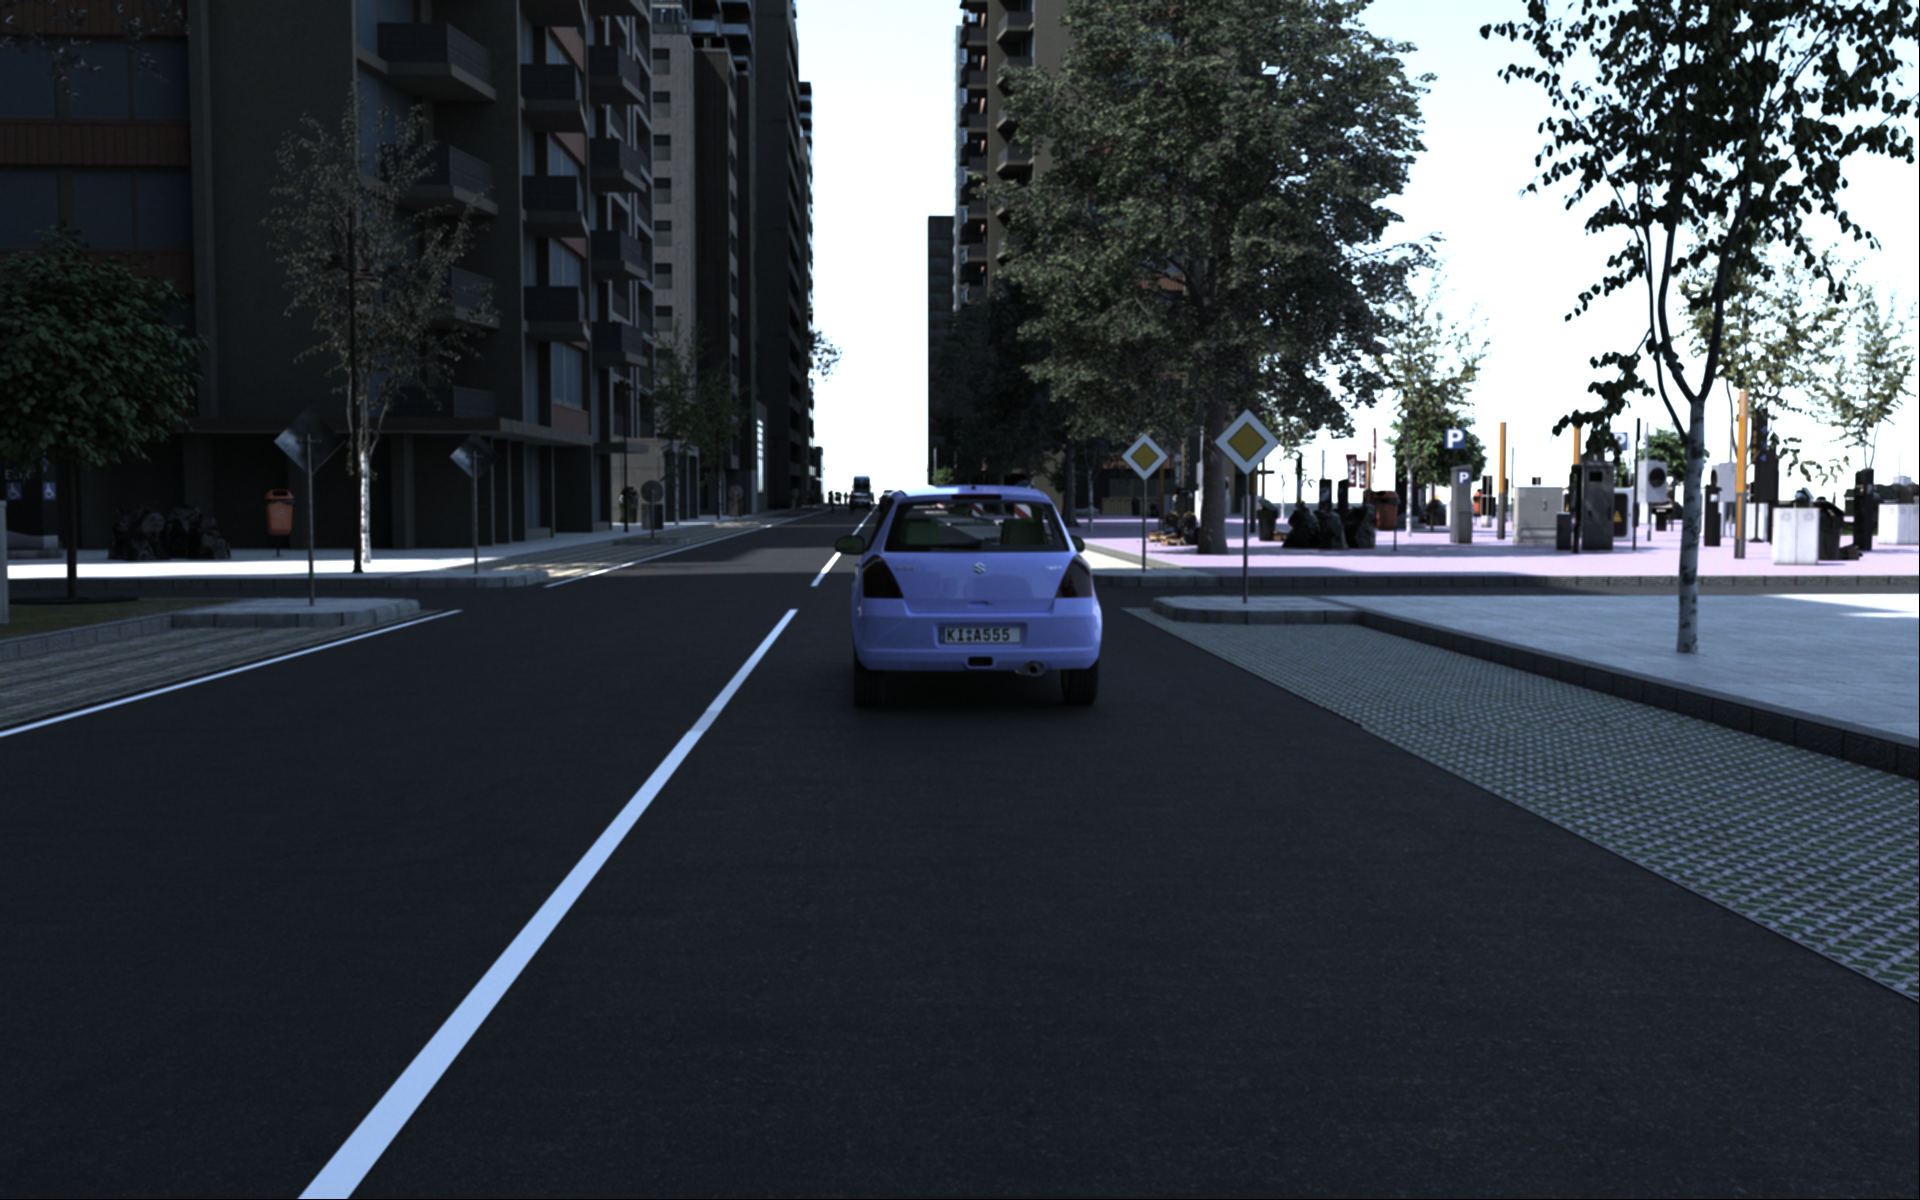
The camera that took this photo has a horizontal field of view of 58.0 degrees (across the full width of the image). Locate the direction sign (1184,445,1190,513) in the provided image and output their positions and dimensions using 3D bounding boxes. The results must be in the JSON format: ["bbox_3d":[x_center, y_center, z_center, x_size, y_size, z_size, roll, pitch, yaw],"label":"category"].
[{"bbox_3d":[10.488,-5.388,80.090,0.379,3.537,0.876,0,4,-8],"label":"direction sign"}]

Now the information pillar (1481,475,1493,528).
[{"bbox_3d":[20.204,-3.786,66.399,0.304,2.012,0.304,-2,4,-35],"label":"information pillar"}]

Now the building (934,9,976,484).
[{"bbox_3d":[8.051,-56.235,232.113,22.319,86.520,31.000,0,4,-2],"label":"building"}]

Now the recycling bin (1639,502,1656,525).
[{"bbox_3d":[28.696,-3.634,71.978,0.722,1.027,0.722,2,4,33],"label":"recycling bin"}]

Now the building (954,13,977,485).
[{"bbox_3d":[10.033,-44.628,167.915,20.563,71.187,20.611,0,4,-2],"label":"building"}]

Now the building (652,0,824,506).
[{"bbox_3d":[-30.315,-56.950,243.796,22.319,86.520,31.000,0,4,-2],"label":"building"}]

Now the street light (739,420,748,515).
[{"bbox_3d":[-13.028,-8.049,104.383,0.468,5.910,1.993,0,4,-2],"label":"street light"}]

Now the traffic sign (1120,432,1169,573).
[{"bbox_3d":[3.004,-1.505,28.247,0.795,2.450,0.064,0,4,-2],"label":"traffic sign"}]

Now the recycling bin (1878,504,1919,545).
[{"bbox_3d":[23.641,-1.897,43.562,0.722,1.027,0.722,0,4,-7],"label":"recycling bin"}]

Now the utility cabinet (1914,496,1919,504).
[{"bbox_3d":[33.917,-3.068,61.325,0.306,1.237,1.020,2,4,30],"label":"utility cabinet"}]

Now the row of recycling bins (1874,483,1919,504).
[{"bbox_3d":[36.279,-3.629,66.445,1.069,1.692,3.534,-1,4,-17],"label":"row of recycling bins"}]

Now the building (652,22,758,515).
[{"bbox_3d":[-20.551,-20.694,110.050,14.160,30.474,14.107,0,4,-2],"label":"building"}]

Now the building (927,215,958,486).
[{"bbox_3d":[2.153,-34.995,255.766,14.154,41.232,14.086,0,4,-2],"label":"building"}]

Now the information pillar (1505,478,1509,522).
[{"bbox_3d":[24.942,-4.581,79.398,0.304,2.012,0.304,-2,4,-34],"label":"information pillar"}]

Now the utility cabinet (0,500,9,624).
[{"bbox_3d":[-9.842,-0.382,17.410,0.306,1.237,1.020,-3,5,-39],"label":"utility cabinet"}]

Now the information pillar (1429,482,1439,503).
[{"bbox_3d":[25.281,-6.179,92.379,0.504,3.616,0.183,1,4,22],"label":"information pillar"}]

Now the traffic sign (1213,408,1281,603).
[{"bbox_3d":[3.345,-1.017,20.269,0.795,2.450,0.064,0,4,-2],"label":"traffic sign"}]

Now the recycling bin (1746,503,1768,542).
[{"bbox_3d":[21.621,-2.114,47.115,0.722,1.027,0.722,3,5,41],"label":"recycling bin"}]

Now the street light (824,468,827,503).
[{"bbox_3d":[-19.352,-16.862,248.488,0.468,5.910,1.993,0,4,-2],"label":"street light"}]

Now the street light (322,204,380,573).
[{"bbox_3d":[-9.798,-3.377,27.999,0.468,5.910,1.993,0,4,-2],"label":"street light"}]

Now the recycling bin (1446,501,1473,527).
[{"bbox_3d":[19.297,-3.326,66.931,0.722,1.027,0.722,-2,4,-25],"label":"recycling bin"}]

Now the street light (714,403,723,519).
[{"bbox_3d":[-12.314,-7.051,88.071,0.468,5.910,1.993,0,4,-2],"label":"street light"}]

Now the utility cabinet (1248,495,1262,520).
[{"bbox_3d":[14.654,-4.619,86.676,1.020,1.237,0.306,-2,4,-35],"label":"utility cabinet"}]

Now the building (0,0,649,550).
[{"bbox_3d":[-21.643,-24.284,51.675,22.147,44.769,28.867,0,4,-2],"label":"building"}]

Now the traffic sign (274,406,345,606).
[{"bbox_3d":[-7.441,-0.990,19.831,0.795,2.450,0.064,0,4,-2],"label":"traffic sign"}]

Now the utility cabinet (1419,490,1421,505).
[{"bbox_3d":[22.418,-4.754,86.411,0.318,1.500,1.173,-3,4,-38],"label":"utility cabinet"}]

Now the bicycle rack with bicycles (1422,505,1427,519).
[{"bbox_3d":[21.498,-4.235,82.618,2.852,0.926,2.925,-3,5,-41],"label":"bicycle rack with bicycles"}]

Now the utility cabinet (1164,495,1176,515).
[{"bbox_3d":[11.942,-5.383,99.167,1.020,1.237,0.306,2,4,35],"label":"utility cabinet"}]

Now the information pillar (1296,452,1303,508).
[{"bbox_3d":[19.043,-6.471,97.148,0.183,3.616,0.504,-1,4,-23],"label":"information pillar"}]

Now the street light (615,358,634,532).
[{"bbox_3d":[-11.240,-5.220,58.141,0.468,5.910,1.993,0,4,-2],"label":"street light"}]

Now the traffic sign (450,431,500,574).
[{"bbox_3d":[-7.781,-1.478,27.809,0.795,2.450,0.064,0,4,-2],"label":"traffic sign"}]

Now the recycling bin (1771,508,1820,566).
[{"bbox_3d":[15.146,-1.153,31.403,0.722,1.027,0.722,1,4,22],"label":"recycling bin"}]

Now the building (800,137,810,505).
[{"bbox_3d":[-24.158,-31.125,192.492,14.154,41.232,14.086,0,4,-2],"label":"building"}]

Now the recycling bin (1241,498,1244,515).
[{"bbox_3d":[17.391,-5.600,104.115,0.722,1.027,0.722,3,5,42],"label":"recycling bin"}]

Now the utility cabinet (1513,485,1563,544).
[{"bbox_3d":[14.597,-2.144,43.732,1.173,1.500,0.318,0,4,-6],"label":"utility cabinet"}]

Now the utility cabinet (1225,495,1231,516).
[{"bbox_3d":[15.556,-5.602,102.761,1.020,1.237,0.306,-2,4,-24],"label":"utility cabinet"}]

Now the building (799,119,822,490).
[{"bbox_3d":[-29.471,-36.371,214.277,23.786,49.044,30.456,0,4,-2],"label":"building"}]

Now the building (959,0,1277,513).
[{"bbox_3d":[11.229,-29.063,129.798,22.147,44.769,28.867,0,4,-2],"label":"building"}]

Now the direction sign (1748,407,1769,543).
[{"bbox_3d":[21.086,-3.288,45.760,0.379,3.537,0.876,0,4,-2],"label":"direction sign"}]

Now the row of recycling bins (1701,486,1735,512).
[{"bbox_3d":[39.653,-5.141,91.172,3.534,1.692,1.069,-1,4,-19],"label":"row of recycling bins"}]

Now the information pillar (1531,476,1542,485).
[{"bbox_3d":[23.873,-4.115,71.778,0.304,2.012,0.304,-3,4,-36],"label":"information pillar"}]

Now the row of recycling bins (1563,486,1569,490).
[{"bbox_3d":[32.675,-5.061,89.868,1.069,1.692,3.534,-2,4,-28],"label":"row of recycling bins"}]

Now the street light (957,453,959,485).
[{"bbox_3d":[-0.112,-10.793,149.245,0.468,5.910,1.993,0,4,-2],"label":"street light"}]

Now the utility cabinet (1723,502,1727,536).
[{"bbox_3d":[22.986,-2.568,53.142,0.306,1.237,1.020,-2,4,-30],"label":"utility cabinet"}]

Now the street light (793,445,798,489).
[{"bbox_3d":[-15.599,-11.730,164.569,0.468,5.910,1.993,0,4,-2],"label":"street light"}]

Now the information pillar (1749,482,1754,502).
[{"bbox_3d":[46.387,-5.930,101.441,0.304,2.012,0.304,1,4,21],"label":"information pillar"}]

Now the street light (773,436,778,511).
[{"bbox_3d":[-14.340,-9.889,134.469,0.468,5.910,1.993,0,4,-2],"label":"street light"}]

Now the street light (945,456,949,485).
[{"bbox_3d":[-1.362,-12.632,179.313,0.468,5.910,1.993,0,4,-2],"label":"street light"}]

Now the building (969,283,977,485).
[{"bbox_3d":[7.669,-23.232,151.550,14.160,30.474,14.107,0,4,-2],"label":"building"}]

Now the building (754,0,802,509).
[{"bbox_3d":[-25.838,-32.719,158.653,21.300,48.544,21.600,0,4,-2],"label":"building"}]

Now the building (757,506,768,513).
[{"bbox_3d":[-25.711,-50.064,131.224,22.319,86.520,31.000,0,4,-2],"label":"building"}]

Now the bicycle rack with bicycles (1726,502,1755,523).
[{"bbox_3d":[34.620,-3.927,77.582,2.925,0.926,2.852,-2,4,-24],"label":"bicycle rack with bicycles"}]

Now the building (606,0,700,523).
[{"bbox_3d":[-23.630,-39.464,83.492,20.563,71.187,20.611,0,4,-2],"label":"building"}]
